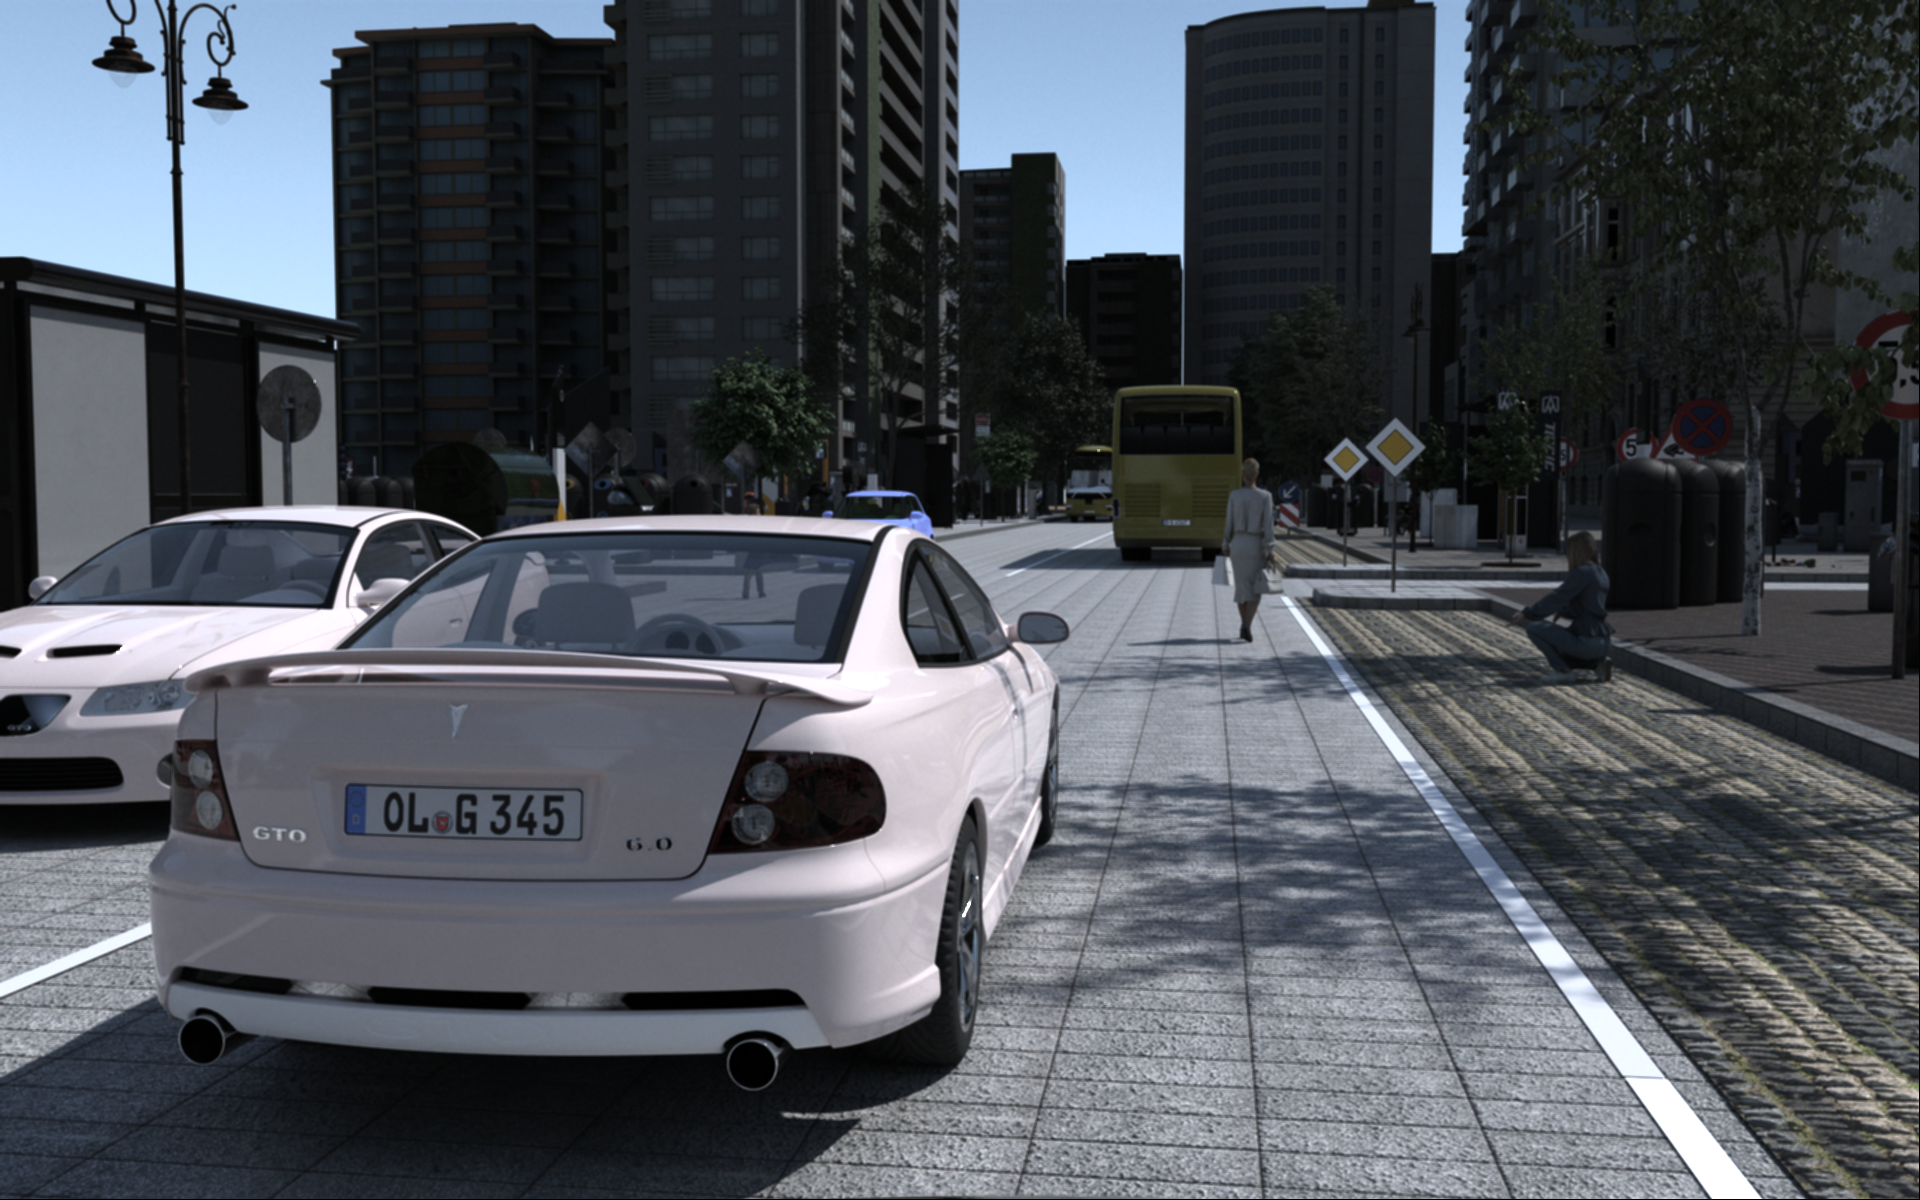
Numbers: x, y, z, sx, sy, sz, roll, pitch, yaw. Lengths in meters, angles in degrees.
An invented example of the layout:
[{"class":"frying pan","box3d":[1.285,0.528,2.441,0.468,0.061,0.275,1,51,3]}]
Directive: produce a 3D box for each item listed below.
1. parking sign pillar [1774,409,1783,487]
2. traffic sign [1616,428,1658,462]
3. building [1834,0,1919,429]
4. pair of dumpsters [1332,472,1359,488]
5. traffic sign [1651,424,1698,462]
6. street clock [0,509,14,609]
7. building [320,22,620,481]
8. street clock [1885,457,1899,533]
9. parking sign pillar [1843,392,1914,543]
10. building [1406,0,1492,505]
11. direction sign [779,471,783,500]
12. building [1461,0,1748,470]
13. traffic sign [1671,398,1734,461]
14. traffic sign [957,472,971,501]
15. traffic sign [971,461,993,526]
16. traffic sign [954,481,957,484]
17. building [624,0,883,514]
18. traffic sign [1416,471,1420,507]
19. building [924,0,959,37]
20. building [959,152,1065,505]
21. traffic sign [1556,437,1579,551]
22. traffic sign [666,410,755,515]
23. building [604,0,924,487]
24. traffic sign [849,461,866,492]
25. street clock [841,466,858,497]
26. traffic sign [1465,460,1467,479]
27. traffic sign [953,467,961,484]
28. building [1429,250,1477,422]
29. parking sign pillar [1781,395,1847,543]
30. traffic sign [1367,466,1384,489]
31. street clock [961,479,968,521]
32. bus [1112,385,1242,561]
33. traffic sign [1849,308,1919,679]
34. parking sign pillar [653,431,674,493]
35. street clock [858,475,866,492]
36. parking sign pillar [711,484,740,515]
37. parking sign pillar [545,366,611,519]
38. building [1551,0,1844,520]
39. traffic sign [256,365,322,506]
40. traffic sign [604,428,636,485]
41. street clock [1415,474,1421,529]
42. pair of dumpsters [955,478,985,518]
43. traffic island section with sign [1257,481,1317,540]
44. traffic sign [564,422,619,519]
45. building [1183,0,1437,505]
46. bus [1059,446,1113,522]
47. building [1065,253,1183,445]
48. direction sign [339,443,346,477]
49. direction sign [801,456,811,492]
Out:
[{"class":"parking sign pillar","box3d":[26.479,-4.068,54.992,1.447,3.967,1.447,-2,4,-27]},{"class":"traffic sign","box3d":[12.964,-2.026,33.231,0.768,2.556,0.104,1,4,11]},{"class":"building","box3d":[33.860,-11.660,45.400,16.860,20.320,10.420,0,4,8]},{"class":"pair of dumpsters","box3d":[16.970,-4.605,77.784,1.574,2.255,4.437,0,4,8]},{"class":"traffic sign","box3d":[12.185,-1.808,29.560,0.884,2.594,0.081,1,4,8]},{"class":"street clock","box3d":[-10.684,-0.897,19.243,0.471,2.002,0.358,2,4,27]},{"class":"building","box3d":[-43.135,-31.177,164.367,28.867,44.769,22.147,0,4,8]},{"class":"street clock","box3d":[18.207,-1.775,33.592,0.471,2.002,0.358,3,5,45]},{"class":"parking sign pillar","box3d":[22.486,-3.290,42.260,1.447,3.967,1.447,2,4,26]},{"class":"building","box3d":[51.191,-50.929,145.367,22.319,86.520,31.000,0,4,8]},{"class":"direction sign","box3d":[-6.622,-4.437,64.549,0.379,3.537,0.876,1,4,18]},{"class":"building","box3d":[47.404,-30.365,116.069,23.786,49.044,30.456,0,4,8]},{"class":"traffic sign","box3d":[9.826,-1.399,22.986,0.768,2.556,0.104,1,4,17]},{"class":"traffic sign","box3d":[0.190,-5.457,90.405,0.795,2.450,0.064,1,4,12]},{"class":"traffic sign","box3d":[0.857,-4.203,68.719,0.884,2.594,0.081,1,4,14]},{"class":"traffic sign","box3d":[-0.484,-5.755,94.202,0.768,2.556,0.104,1,4,9]},{"class":"building","box3d":[-13.372,-26.449,116.034,14.154,41.232,14.086,0,4,8]},{"class":"traffic sign","box3d":[18.334,-4.234,69.227,0.884,2.594,0.081,1,4,9]},{"class":"building","box3d":[-14.605,-37.829,160.503,28.212,58.520,21.231,0,4,8]},{"class":"building","box3d":[5.359,-32.264,211.106,14.086,41.232,14.154,0,4,8]},{"class":"traffic sign","box3d":[13.402,-2.362,38.726,0.768,2.556,0.104,1,4,11]},{"class":"traffic sign","box3d":[-6.000,-2.920,41.619,2.265,3.308,0.079,1,4,15]},{"class":"building","box3d":[-14.982,-31.234,134.372,21.300,48.544,21.600,0,4,8]},{"class":"traffic sign","box3d":[-3.983,-4.062,66.519,0.768,2.556,0.104,1,4,16]},{"class":"street clock","box3d":[-2.880,-2.433,44.342,0.358,2.002,0.471,0,4,-6]},{"class":"traffic sign","box3d":[15.101,-2.978,50.824,0.606,2.300,0.079,1,4,15]},{"class":"traffic sign","box3d":[-0.329,-4.167,69.318,0.795,2.450,0.064,1,4,17]},{"class":"building","box3d":[61.894,-26.507,205.086,14.107,30.474,14.160,0,4,8]},{"class":"parking sign pillar","box3d":[23.074,-3.524,46.091,1.447,3.967,1.447,-2,4,-25]},{"class":"traffic sign","box3d":[19.117,-4.873,79.771,0.768,2.556,0.104,1,4,13]},{"class":"street clock","box3d":[0.218,-4.852,83.907,0.358,2.002,0.471,-1,4,-14]},{"class":"bus","box3d":[5.009,-2.956,39.882,2.896,3.916,12.252,0,4,7]},{"class":"traffic sign","box3d":[6.520,-0.725,11.960,0.768,2.556,0.104,1,4,18]},{"class":"parking sign pillar","box3d":[-12.338,-5.193,73.379,1.447,3.967,1.447,-1,4,-13]},{"class":"street clock","box3d":[-3.742,-3.665,64.494,0.358,2.002,0.471,-3,5,-41]},{"class":"parking sign pillar","box3d":[-9.245,-4.872,68.133,1.447,3.967,1.447,2,4,35]},{"class":"parking sign pillar","box3d":[-8.014,-2.929,36.369,1.447,3.967,1.447,-2,4,-26]},{"class":"building","box3d":[37.489,-16.165,83.375,14.460,24.649,34.723,0,4,8]},{"class":"traffic sign","box3d":[-6.646,-1.041,17.125,0.768,2.556,0.104,1,4,18]},{"class":"traffic sign","box3d":[-6.612,-2.036,33.401,0.768,2.556,0.104,1,4,14]},{"class":"street clock","box3d":[16.503,-3.548,62.573,0.358,2.002,0.471,1,4,13]},{"class":"pair of dumpsters","box3d":[0.607,-5.547,93.188,1.574,2.255,4.437,0,4,8]},{"class":"traffic island section with sign","box3d":[10.288,-2.829,54.876,1.989,1.847,2.006,0,4,8]},{"class":"traffic sign","box3d":[-5.131,-1.251,24.093,0.795,2.450,0.064,0,4,8]},{"class":"building","box3d":[41.231,-40.808,209.216,28.212,58.520,21.231,0,4,8]},{"class":"bus","box3d":[7.392,-6.106,91.377,2.896,3.916,12.252,1,4,10]},{"class":"building","box3d":[19.941,-26.847,210.647,14.107,30.474,14.160,0,4,8]},{"class":"direction sign","box3d":[-27.820,-5.218,77.308,0.876,3.537,0.379,0,4,3]},{"class":"direction sign","box3d":[-8.969,-6.641,100.584,0.379,3.537,0.876,-3,5,-44]}]
